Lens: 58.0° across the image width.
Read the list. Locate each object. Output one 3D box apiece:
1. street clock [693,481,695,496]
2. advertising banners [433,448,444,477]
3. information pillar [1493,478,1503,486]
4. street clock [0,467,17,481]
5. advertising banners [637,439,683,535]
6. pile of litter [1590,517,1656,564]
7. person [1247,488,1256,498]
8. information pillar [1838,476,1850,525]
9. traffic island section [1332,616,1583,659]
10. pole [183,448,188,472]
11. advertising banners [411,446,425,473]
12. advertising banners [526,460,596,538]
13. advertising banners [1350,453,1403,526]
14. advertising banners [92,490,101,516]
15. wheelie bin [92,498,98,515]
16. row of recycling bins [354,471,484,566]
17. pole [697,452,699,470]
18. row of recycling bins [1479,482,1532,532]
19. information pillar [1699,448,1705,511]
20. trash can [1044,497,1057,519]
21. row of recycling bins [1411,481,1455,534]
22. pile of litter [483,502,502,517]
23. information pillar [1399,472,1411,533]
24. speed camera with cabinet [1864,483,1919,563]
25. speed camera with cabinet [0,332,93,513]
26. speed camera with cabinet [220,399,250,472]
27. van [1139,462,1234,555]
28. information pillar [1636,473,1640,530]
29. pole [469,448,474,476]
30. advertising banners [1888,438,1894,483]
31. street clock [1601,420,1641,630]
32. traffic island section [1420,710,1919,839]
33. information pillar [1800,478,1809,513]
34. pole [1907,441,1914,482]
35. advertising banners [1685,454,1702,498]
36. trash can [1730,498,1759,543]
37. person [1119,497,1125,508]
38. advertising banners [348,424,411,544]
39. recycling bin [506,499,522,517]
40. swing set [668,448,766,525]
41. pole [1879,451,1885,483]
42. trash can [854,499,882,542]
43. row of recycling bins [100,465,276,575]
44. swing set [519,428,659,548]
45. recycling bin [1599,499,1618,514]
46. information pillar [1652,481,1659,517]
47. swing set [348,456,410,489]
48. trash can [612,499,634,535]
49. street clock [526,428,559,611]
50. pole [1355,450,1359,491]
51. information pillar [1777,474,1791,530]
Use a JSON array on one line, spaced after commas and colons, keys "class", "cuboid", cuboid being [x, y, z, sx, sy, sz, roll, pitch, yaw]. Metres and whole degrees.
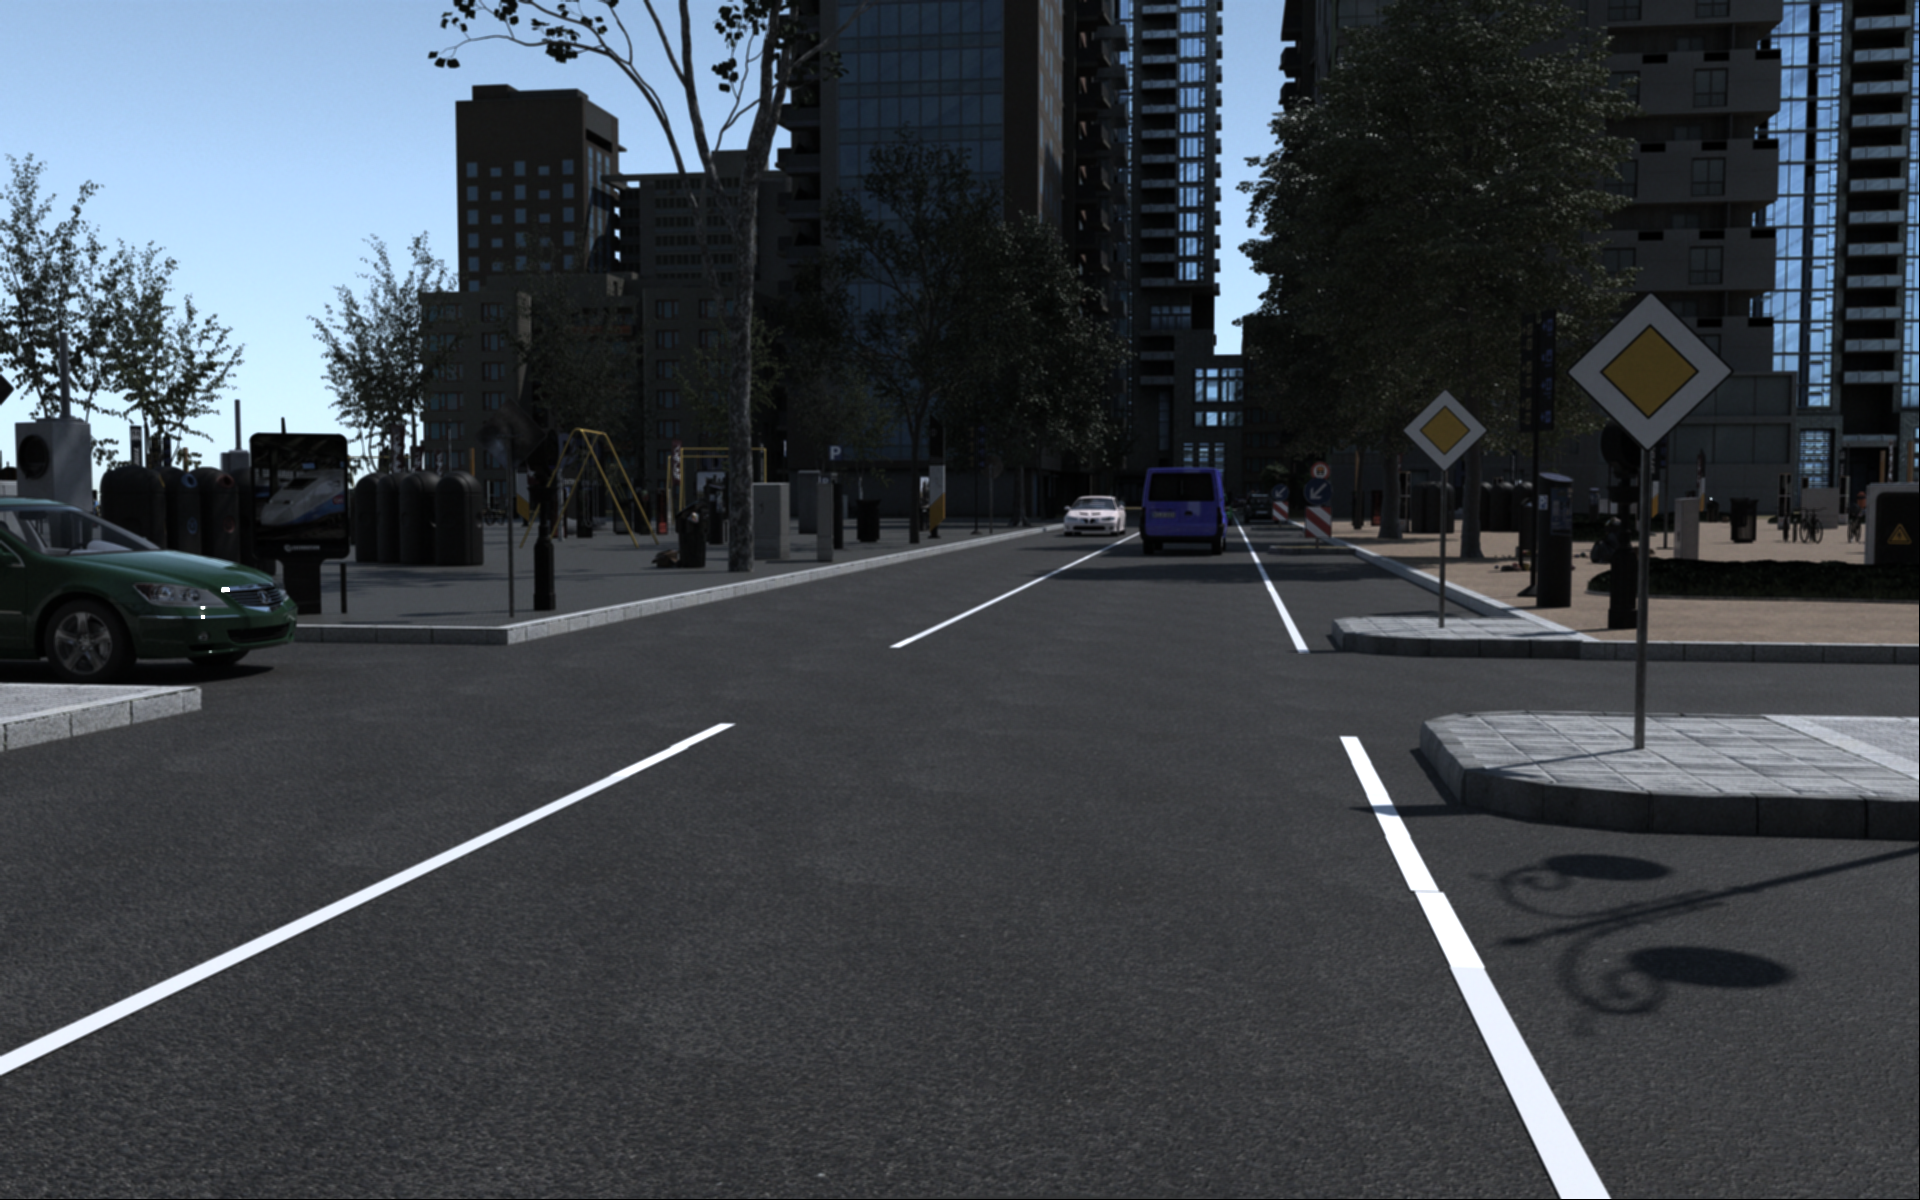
[{"class": "street clock", "cuboid": [-14.566, -5.569, 95.617, 0.358, 2.002, 0.471, -1, 4, -16]}, {"class": "advertising banners", "cuboid": [-18.969, -4.206, 64.961, 2.074, 3.025, 0.090, 2, 4, 29]}, {"class": "information pillar", "cuboid": [24.201, -4.493, 77.957, 0.304, 2.012, 0.304, -1, 4, -16]}, {"class": "street clock", "cuboid": [-25.222, -2.537, 46.058, 0.471, 2.002, 0.358, 0, 4, -5]}, {"class": "advertising banners", "cuboid": [-9.443, -3.577, 54.676, 0.090, 3.025, 2.074, 2, 4, 34]}, {"class": "pile of litter", "cuboid": [12.456, -1.117, 32.224, 1.719, 0.858, 1.176, -2, 4, -25]}, {"class": "person", "cuboid": [16.137, -5.322, 96.049, 0.750, 1.759, 0.617, 2, 4, 30]}, {"class": "information pillar", "cuboid": [36.533, -4.103, 71.584, 0.304, 2.012, 0.304, -3, 5, -43]}, {"class": "traffic island section", "cuboid": [4.643, 0.345, 16.633, 2.009, 0.180, 2.903, 1, 4, 9]}, {"class": "pole", "cuboid": [-33.907, -5.018, 75.893, 0.158, 3.312, 0.155, 0, 3, 0]}, {"class": "advertising banners", "cuboid": [-20.384, -4.059, 62.552, 2.074, 3.025, 0.090, -1, 4, -19]}, {"class": "advertising banners", "cuboid": [-11.680, -3.319, 50.454, 2.074, 3.025, 0.090, -1, 4, -23]}, {"class": "advertising banners", "cuboid": [16.784, -4.498, 69.726, 2.074, 3.025, 0.090, 1, 4, 11]}, {"class": "advertising banners", "cuboid": [-33.146, -4.274, 66.072, 2.074, 3.025, 0.090, 0, 4, 3]}, {"class": "wheelie bin", "cuboid": [-16.863, -1.521, 32.772, 0.693, 1.594, 0.980, 3, 4, 38]}, {"class": "row of recycling bins", "cuboid": [-10.029, -1.519, 31.946, 3.534, 1.692, 1.069, 3, 5, 41]}, {"class": "pole", "cuboid": [-12.674, -5.533, 84.309, 0.158, 3.312, 0.155, 0, 3, 0]}, {"class": "row of recycling bins", "cuboid": [18.943, -3.175, 59.028, 1.069, 1.692, 3.534, -3, 4, -37]}, {"class": "information pillar", "cuboid": [37.473, -5.879, 87.477, 0.183, 3.616, 0.504, 0, 4, 2]}, {"class": "trash can", "cuboid": [4.617, -4.731, 89.003, 0.748, 1.137, 0.748, 0, 3, 0]}, {"class": "row of recycling bins", "cuboid": [15.757, -3.108, 57.923, 1.069, 1.692, 3.534, 0, 4, 5]}, {"class": "pile of litter", "cuboid": [-26.004, -5.048, 96.500, 1.719, 0.858, 1.176, 2, 4, 26]}, {"class": "information pillar", "cuboid": [14.646, -3.218, 57.114, 0.304, 2.012, 0.304, 2, 4, 35]}, {"class": "speed camera with cabinet", "cuboid": [14.658, -1.924, 25.787, 2.038, 3.252, 0.660, 2, 4, 28]}, {"class": "speed camera with cabinet", "cuboid": [-11.652, -1.654, 21.383, 2.038, 3.252, 0.660, 2, 4, 26]}, {"class": "speed camera with cabinet", "cuboid": [-14.584, -2.596, 36.787, 2.038, 3.252, 0.660, -2, 4, -28]}, {"class": "van", "cuboid": [5.557, -2.332, 42.507, 2.240, 2.365, 5.245, 1, 4, 10]}, {"class": "information pillar", "cuboid": [21.278, -3.025, 53.959, 0.304, 2.012, 0.304, 3, 5, 44]}, {"class": "pole", "cuboid": [-21.537, -5.054, 76.471, 0.158, 3.312, 0.155, 0, 3, 0]}, {"class": "advertising banners", "cuboid": [29.830, -3.603, 55.105, 2.074, 3.025, 0.090, -3, 5, -44]}, {"class": "street clock", "cuboid": [6.318, -0.727, 16.457, 0.471, 2.002, 0.358, -2, 4, -30]}, {"class": "traffic island section", "cuboid": [3.445, 0.828, 8.738, 2.009, 0.180, 2.903, 1, 4, 9]}, {"class": "information pillar", "cuboid": [37.853, -4.475, 77.663, 0.304, 2.012, 0.304, 1, 4, 16]}, {"class": "pole", "cuboid": [36.694, -4.469, 66.904, 0.158, 3.312, 0.155, 0, 3, 0]}, {"class": "advertising banners", "cuboid": [32.679, -4.954, 77.185, 0.090, 3.025, 2.074, 0, 4, 6]}, {"class": "trash can", "cuboid": [20.647, -2.077, 45.619, 0.748, 1.137, 0.748, 0, 3, 0]}, {"class": "person", "cuboid": [7.901, -4.425, 85.135, 0.425, 1.301, 0.394, -3, 4, -36]}, {"class": "advertising banners", "cuboid": [-14.719, -2.905, 43.682, 2.074, 3.025, 0.090, 2, 4, 28]}, {"class": "recycling bin", "cuboid": [-24.534, -5.079, 95.588, 0.722, 1.027, 0.722, 2, 4, 24]}, {"class": "swing set", "cuboid": [-8.181, -3.758, 59.070, 3.119, 2.851, 2.862, 0, 4, -6]}, {"class": "pole", "cuboid": [43.294, -5.351, 81.340, 0.158, 3.312, 0.155, 0, 3, 0]}, {"class": "trash can", "cuboid": [-2.447, -2.115, 46.228, 0.748, 1.137, 0.748, 0, 3, 0]}, {"class": "row of recycling bins", "cuboid": [-11.561, -1.154, 25.989, 1.069, 1.692, 3.534, 1, 4, 11]}, {"class": "swing set", "cuboid": [-9.093, -2.746, 42.512, 2.862, 2.851, 3.119, 0, 4, 0]}, {"class": "recycling bin", "cuboid": [32.591, -4.556, 87.043, 0.722, 1.027, 0.722, -3, 5, -39]}, {"class": "information pillar", "cuboid": [25.894, -4.492, 64.805, 0.504, 3.616, 0.183, -1, 4, -9]}, {"class": "swing set", "cuboid": [-24.220, -4.564, 72.237, 3.119, 2.851, 2.862, 0, 4, 0]}, {"class": "trash can", "cuboid": [-10.731, -2.658, 55.114, 0.748, 1.137, 0.748, 0, 3, 0]}, {"class": "street clock", "cuboid": [-4.593, -0.889, 19.098, 0.358, 2.002, 0.471, 0, 4, 5]}, {"class": "pole", "cuboid": [18.453, -5.296, 80.431, 0.158, 3.312, 0.155, 0, 3, 0]}, {"class": "information pillar", "cuboid": [29.629, -3.532, 62.240, 0.304, 2.012, 0.304, -2, 4, -32]}]
